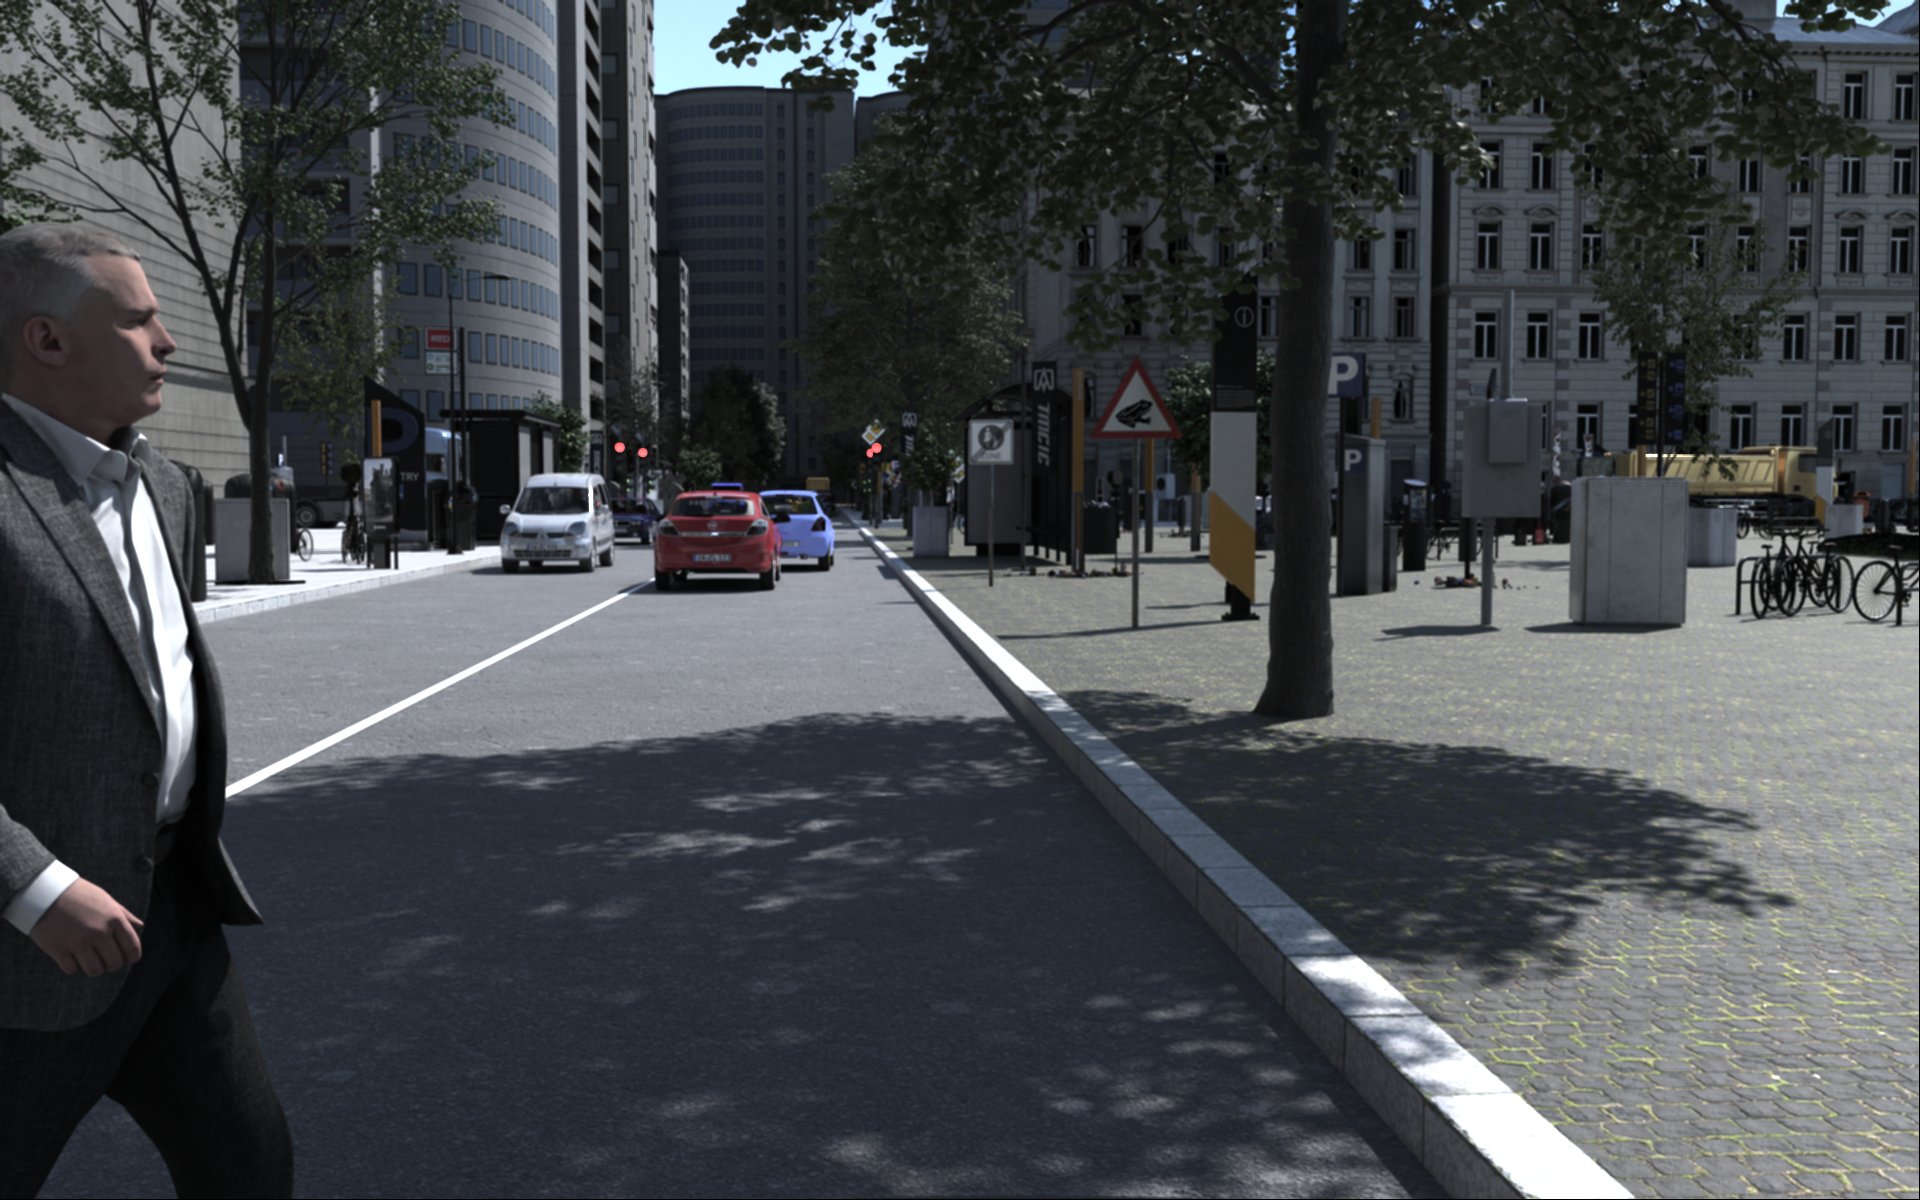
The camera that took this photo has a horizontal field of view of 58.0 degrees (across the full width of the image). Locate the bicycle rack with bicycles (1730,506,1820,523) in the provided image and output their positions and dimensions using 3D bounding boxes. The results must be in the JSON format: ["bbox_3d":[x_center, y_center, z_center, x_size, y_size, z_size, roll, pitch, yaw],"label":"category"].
[{"bbox_3d":[22.980,-2.213,49.561,2.925,0.926,2.852,-1,4,-20],"label":"bicycle rack with bicycles"}]

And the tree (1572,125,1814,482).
[{"bbox_3d":[14.185,-5.137,34.351,4.737,8.622,4.395,0,3,0],"label":"tree"}]

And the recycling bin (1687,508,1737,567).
[{"bbox_3d":[13.358,-1.127,30.973,0.722,1.027,0.722,-2,4,-26],"label":"recycling bin"}]

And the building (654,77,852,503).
[{"bbox_3d":[-29.220,-43.143,247.391,28.212,58.520,21.231,0,4,-4],"label":"building"}]

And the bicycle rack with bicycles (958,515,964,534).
[{"bbox_3d":[1.555,-2.547,55.029,2.852,0.926,2.925,-2,4,-24],"label":"bicycle rack with bicycles"}]

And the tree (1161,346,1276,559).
[{"bbox_3d":[5.550,-3.130,34.897,4.285,4.588,4.351,0,3,0],"label":"tree"}]

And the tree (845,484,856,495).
[{"bbox_3d":[-13.554,-13.416,213.948,1.663,3.219,1.824,0,3,0],"label":"tree"}]

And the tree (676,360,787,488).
[{"bbox_3d":[-19.609,-14.117,147.821,9.611,12.733,9.660,0,3,0],"label":"tree"}]

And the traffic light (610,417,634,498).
[{"bbox_3d":[-12.396,-4.556,63.417,0.839,4.253,0.868,0,4,-4],"label":"traffic light"}]

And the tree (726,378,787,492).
[{"bbox_3d":[-23.635,-17.428,191.600,9.857,13.997,8.962,0,3,0],"label":"tree"}]

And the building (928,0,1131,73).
[{"bbox_3d":[7.179,-38.874,177.595,21.231,58.520,28.212,0,4,-4],"label":"building"}]

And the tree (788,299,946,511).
[{"bbox_3d":[-5.344,-11.891,104.795,12.009,13.543,11.850,0,3,0],"label":"tree"}]

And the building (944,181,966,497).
[{"bbox_3d":[5.440,-23.542,156.615,14.160,30.474,14.107,0,4,-4],"label":"building"}]

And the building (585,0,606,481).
[{"bbox_3d":[-39.056,-30.995,130.478,21.300,48.544,21.600,0,4,-4],"label":"building"}]

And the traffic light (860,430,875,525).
[{"bbox_3d":[-3.729,-5.088,72.109,0.839,4.253,0.868,0,4,-4],"label":"traffic light"}]

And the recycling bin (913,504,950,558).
[{"bbox_3d":[-0.574,-1.378,35.078,0.722,1.027,0.722,0,4,2],"label":"recycling bin"}]

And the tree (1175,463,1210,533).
[{"bbox_3d":[7.903,-3.859,57.701,1.663,3.219,1.824,0,3,0],"label":"tree"}]

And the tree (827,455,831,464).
[{"bbox_3d":[-12.802,-15.052,196.455,4.360,8.622,3.978,0,3,0],"label":"tree"}]

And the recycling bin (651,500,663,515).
[{"bbox_3d":[-13.638,-3.968,77.423,0.722,1.027,0.722,-1,4,-9],"label":"recycling bin"}]

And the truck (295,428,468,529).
[{"bbox_3d":[-27.755,-4.668,66.074,18.799,4.110,2.967,0,4,-3],"label":"truck"}]

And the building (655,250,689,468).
[{"bbox_3d":[-39.372,-26.518,205.270,14.107,30.474,14.160,0,4,-4],"label":"building"}]

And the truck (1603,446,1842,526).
[{"bbox_3d":[31.375,-4.563,70.529,9.791,3.379,3.469,0,4,-6],"label":"truck"}]

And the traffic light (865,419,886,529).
[{"bbox_3d":[-3.114,-4.601,64.148,0.839,4.253,0.868,0,4,-4],"label":"traffic light"}]

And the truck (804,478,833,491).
[{"bbox_3d":[-16.798,-12.786,204.968,3.469,3.379,9.791,0,4,-3],"label":"truck"}]

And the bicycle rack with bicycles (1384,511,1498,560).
[{"bbox_3d":[9.261,-1.305,34.718,2.925,0.926,2.852,-2,4,-34],"label":"bicycle rack with bicycles"}]

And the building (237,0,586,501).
[{"bbox_3d":[-32.496,-33.643,92.067,21.231,58.520,28.212,0,4,-4],"label":"building"}]

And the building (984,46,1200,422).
[{"bbox_3d":[9.187,-19.804,111.185,14.401,28.519,23.554,0,4,-4],"label":"building"}]

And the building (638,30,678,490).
[{"bbox_3d":[-40.536,-45.460,181.528,20.563,71.187,20.611,0,4,-4],"label":"building"}]

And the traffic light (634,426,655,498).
[{"bbox_3d":[-13.012,-5.043,71.378,0.839,4.253,0.868,0,4,-4],"label":"traffic light"}]

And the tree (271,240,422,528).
[{"bbox_3d":[-17.353,-6.022,48.829,4.737,8.622,4.395,0,3,0],"label":"tree"}]

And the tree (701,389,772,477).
[{"bbox_3d":[-22.005,-14.777,167.357,9.928,11.665,9.643,0,3,0],"label":"tree"}]

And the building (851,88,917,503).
[{"bbox_3d":[-0.842,-43.231,248.823,28.212,58.520,21.231,0,4,-4],"label":"building"}]

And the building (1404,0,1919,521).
[{"bbox_3d":[34.634,-17.777,87.910,25.104,27.353,12.463,0,4,-4],"label":"building"}]

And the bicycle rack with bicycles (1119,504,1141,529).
[{"bbox_3d":[5.162,-3.069,63.556,2.925,0.926,2.852,-3,5,-45],"label":"bicycle rack with bicycles"}]

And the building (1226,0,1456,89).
[{"bbox_3d":[45.580,-54.670,206.518,31.000,86.520,22.319,0,4,-4],"label":"building"}]

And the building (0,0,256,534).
[{"bbox_3d":[-42.772,-16.330,43.414,44.131,29.872,17.030,0,4,-4],"label":"building"}]

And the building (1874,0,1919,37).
[{"bbox_3d":[57.135,-18.609,90.169,20.117,28.700,13.634,0,4,-4],"label":"building"}]

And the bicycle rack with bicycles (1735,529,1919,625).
[{"bbox_3d":[9.303,-0.293,18.178,2.925,0.926,2.852,-2,4,-29],"label":"bicycle rack with bicycles"}]

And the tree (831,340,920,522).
[{"bbox_3d":[-3.665,-7.929,80.003,4.360,8.622,3.978,0,3,0],"label":"tree"}]

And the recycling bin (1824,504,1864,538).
[{"bbox_3d":[21.383,-1.795,41.908,0.722,1.027,0.722,3,4,39],"label":"recycling bin"}]

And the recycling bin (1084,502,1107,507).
[{"bbox_3d":[4.104,-2.486,53.193,0.722,1.027,0.722,1,4,13],"label":"recycling bin"}]

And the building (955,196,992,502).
[{"bbox_3d":[6.196,-20.698,135.670,12.463,27.353,25.104,0,4,-4],"label":"building"}]

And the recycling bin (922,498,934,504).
[{"bbox_3d":[-2.339,-6.767,123.187,0.722,1.027,0.722,2,4,31],"label":"recycling bin"}]

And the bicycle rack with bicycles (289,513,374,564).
[{"bbox_3d":[-11.860,-1.178,32.650,2.852,0.926,2.925,0,4,-4],"label":"bicycle rack with bicycles"}]

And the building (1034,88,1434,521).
[{"bbox_3d":[13.009,-14.449,85.385,18.267,20.994,9.793,0,4,-4],"label":"building"}]

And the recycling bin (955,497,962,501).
[{"bbox_3d":[-0.322,-7.138,129.265,0.722,1.027,0.722,-3,5,-41],"label":"recycling bin"}]

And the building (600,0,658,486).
[{"bbox_3d":[-42.217,-34.767,157.682,28.713,52.752,27.495,0,4,-4],"label":"building"}]
